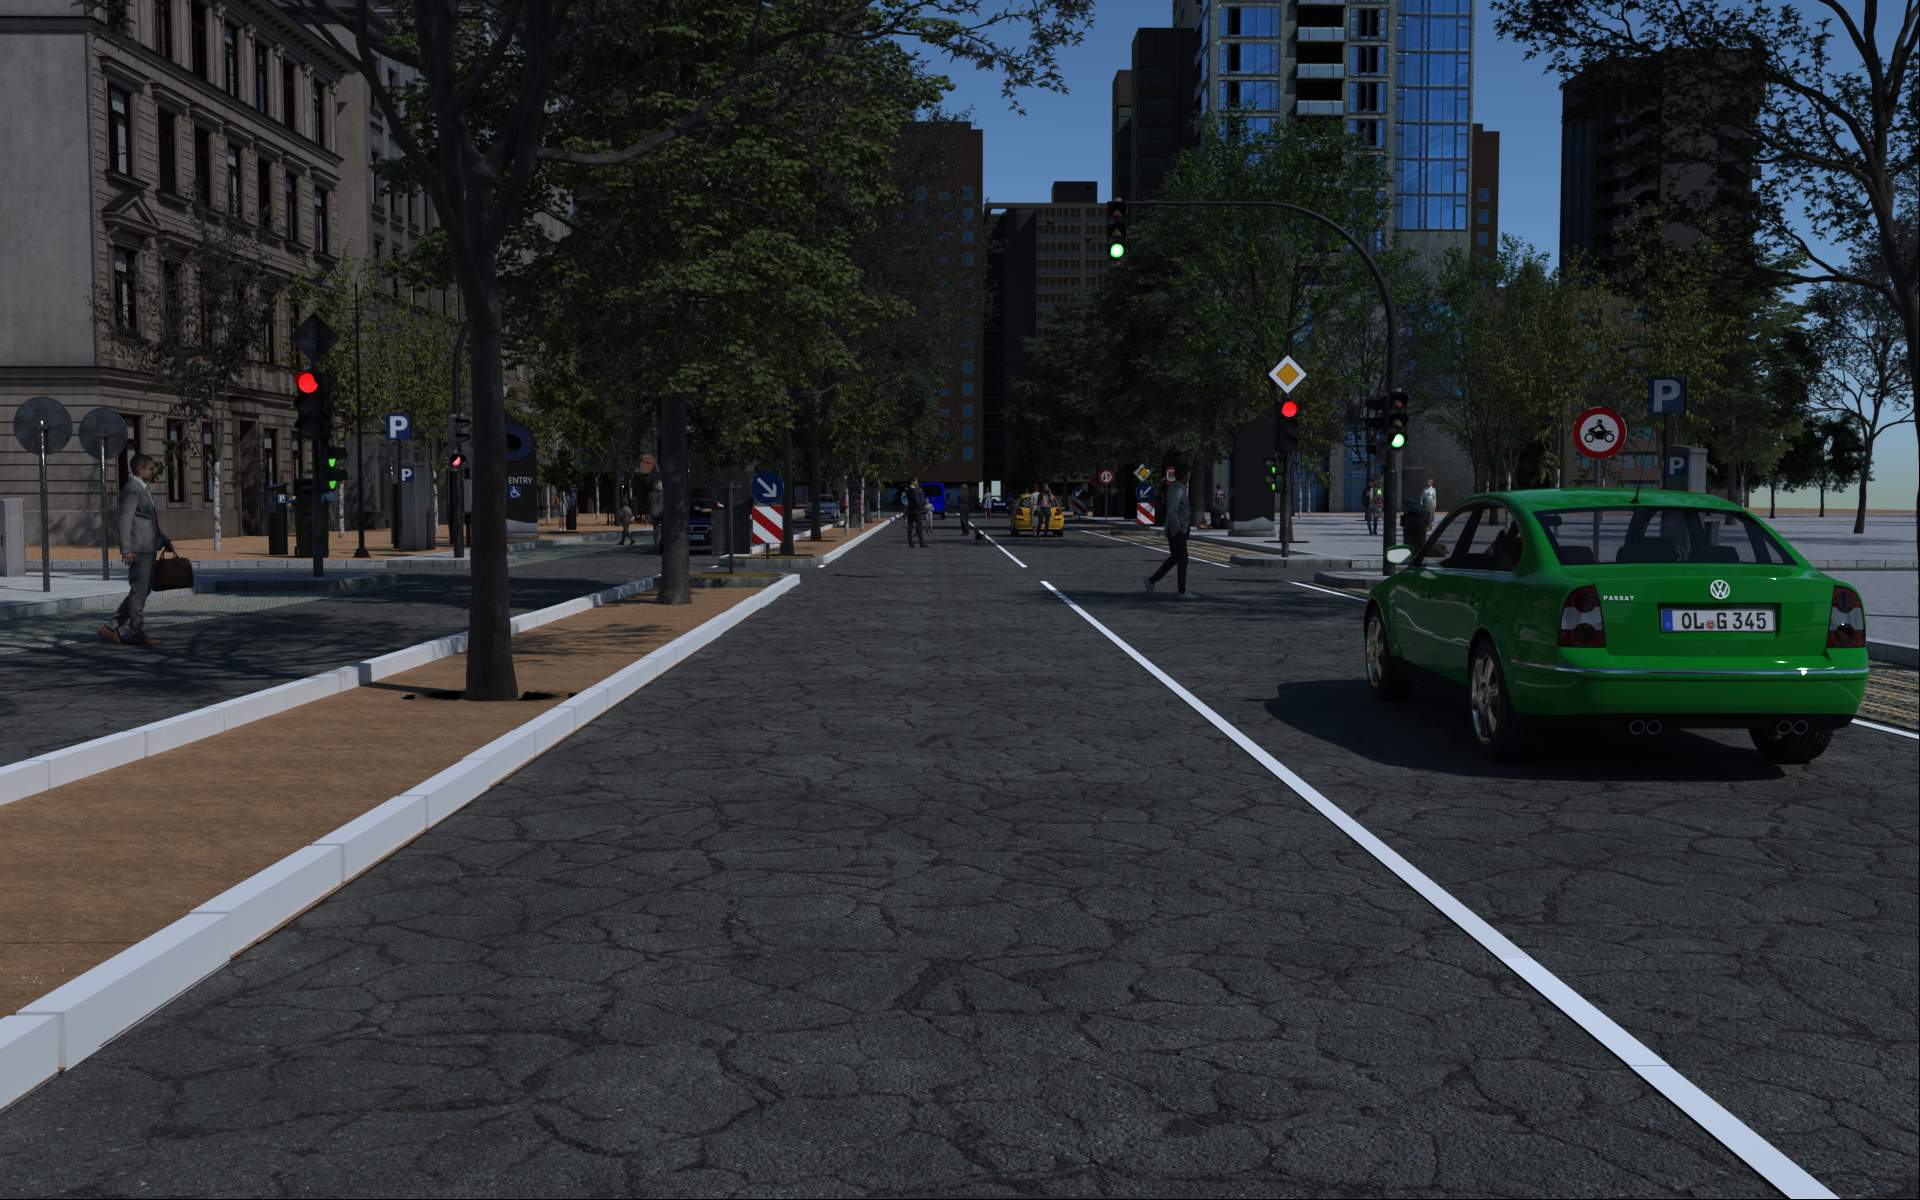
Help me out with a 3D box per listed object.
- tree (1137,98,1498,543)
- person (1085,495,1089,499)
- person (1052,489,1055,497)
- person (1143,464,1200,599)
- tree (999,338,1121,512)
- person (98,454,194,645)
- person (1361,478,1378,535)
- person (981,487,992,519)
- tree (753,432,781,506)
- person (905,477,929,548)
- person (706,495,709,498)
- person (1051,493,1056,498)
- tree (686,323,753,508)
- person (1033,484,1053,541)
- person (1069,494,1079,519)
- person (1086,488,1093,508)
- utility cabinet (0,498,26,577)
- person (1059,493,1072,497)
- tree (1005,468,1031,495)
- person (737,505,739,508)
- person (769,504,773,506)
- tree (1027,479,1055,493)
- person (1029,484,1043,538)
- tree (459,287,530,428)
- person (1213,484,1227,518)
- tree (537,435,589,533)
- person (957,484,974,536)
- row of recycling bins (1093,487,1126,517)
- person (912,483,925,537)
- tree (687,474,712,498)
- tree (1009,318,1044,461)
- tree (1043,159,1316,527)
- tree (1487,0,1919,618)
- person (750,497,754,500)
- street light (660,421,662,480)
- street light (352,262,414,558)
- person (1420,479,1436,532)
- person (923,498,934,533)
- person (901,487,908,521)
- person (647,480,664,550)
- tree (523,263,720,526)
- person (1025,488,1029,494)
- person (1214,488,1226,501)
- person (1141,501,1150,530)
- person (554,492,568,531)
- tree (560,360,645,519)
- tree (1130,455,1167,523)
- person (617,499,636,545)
[{"bbox_3d":[8.539,-7.321,45.446,9.928,11.665,9.643,0,3,0],"label":"tree"},{"bbox_3d":[9.937,-8.248,140.902,0.705,1.823,1.348,-3,5,-39],"label":"person"},{"bbox_3d":[9.139,-10.163,172.078,0.599,1.838,0.709,0,4,4],"label":"person"},{"bbox_3d":[2.912,-0.948,23.840,0.795,1.843,0.661,1,4,10],"label":"person"},{"bbox_3d":[7.674,-12.830,126.772,9.611,12.733,9.660,0,3,0],"label":"tree"},{"bbox_3d":[-7.769,-0.479,16.458,0.853,1.813,0.709,-1,4,-18],"label":"person"},{"bbox_3d":[12.914,-2.933,54.351,0.623,1.781,0.721,0,4,-8],"label":"person"},{"bbox_3d":[1.513,-5.458,97.836,0.616,1.811,0.778,1,4,17],"label":"person"},{"bbox_3d":[-13.654,-10.356,119.677,4.360,8.622,3.978,0,3,0],"label":"tree"},{"bbox_3d":[-1.184,-2.363,46.495,0.474,1.900,0.648,-3,5,-44],"label":"person"},{"bbox_3d":[-19.238,-7.472,128.354,1.348,1.807,0.705,-1,4,-8],"label":"person"},{"bbox_3d":[9.423,-10.670,181.225,1.217,1.735,0.721,1,4,22],"label":"person"},{"bbox_3d":[-13.687,-11.675,107.893,9.611,12.733,9.660,0,3,0],"label":"tree"},{"bbox_3d":[2.548,-2.700,53.241,0.593,1.750,0.643,0,4,-2],"label":"person"},{"bbox_3d":[6.091,-5.077,91.857,0.624,1.780,0.694,-2,4,-35],"label":"person"},{"bbox_3d":[12.020,-9.522,161.747,1.348,1.821,0.705,-2,4,-33],"label":"person"},{"bbox_3d":[-14.934,-0.982,27.223,0.306,1.237,1.020,-2,4,-35],"label":"utility cabinet"},{"bbox_3d":[10.365,-10.023,169.914,1.348,1.824,0.705,0,4,8],"label":"person"},{"bbox_3d":[6.527,-12.373,186.015,4.285,4.588,4.351,0,3,0],"label":"tree"},{"bbox_3d":[-19.034,-8.760,149.722,0.683,1.767,0.568,3,5,42],"label":"person"},{"bbox_3d":[-7.910,-3.596,71.958,0.362,1.253,0.373,2,4,25],"label":"person"},{"bbox_3d":[7.348,-9.692,153.060,1.663,3.219,1.824,0,3,0],"label":"tree"},{"bbox_3d":[2.446,-2.882,56.185,0.480,1.755,0.524,-2,4,-24],"label":"person"},{"bbox_3d":[-17.828,-6.585,58.030,4.737,8.622,4.395,0,3,0],"label":"tree"},{"bbox_3d":[11.469,-4.247,76.313,0.643,1.720,0.563,3,5,45],"label":"person"},{"bbox_3d":[-12.940,-3.809,56.876,1.663,3.219,1.824,0,3,0],"label":"tree"},{"bbox_3d":[0.199,-3.094,59.510,0.534,1.772,0.576,2,4,30],"label":"person"},{"bbox_3d":[8.873,-5.466,96.480,3.534,1.692,1.069,3,5,40],"label":"row of recycling bins"},{"bbox_3d":[-1.369,-3.014,57.958,0.419,1.800,0.721,-1,4,-13],"label":"person"},{"bbox_3d":[-13.558,-5.729,88.269,1.663,3.219,1.824,0,3,0],"label":"tree"},{"bbox_3d":[8.096,-11.933,101.753,9.857,13.997,8.962,0,3,0],"label":"tree"},{"bbox_3d":[9.385,-9.834,67.439,9.857,13.997,8.962,0,3,0],"label":"tree"},{"bbox_3d":[10.125,-5.109,17.952,8.767,10.594,7.601,0,4,4],"label":"tree"},{"bbox_3d":[-18.934,-9.271,157.633,1.348,1.822,0.705,2,4,27],"label":"person"},{"bbox_3d":[-12.136,-6.178,73.557,1.470,5.913,1.316,0,4,-1],"label":"street light"},{"bbox_3d":[-11.507,-3.802,34.710,1.470,5.913,1.316,0,4,-1],"label":"street light"},{"bbox_3d":[16.085,-3.248,59.375,0.478,1.798,0.641,3,5,42],"label":"person"},{"bbox_3d":[-1.137,-3.084,63.196,0.425,1.301,0.394,-2,4,-23],"label":"person"},{"bbox_3d":[-2.893,-5.084,91.639,0.620,1.820,0.660,3,4,38],"label":"person"},{"bbox_3d":[-7.815,-2.214,44.874,0.537,1.800,0.526,1,4,8],"label":"person"},{"bbox_3d":[-13.565,-8.224,68.880,8.767,10.594,7.601,0,4,2],"label":"tree"},{"bbox_3d":[3.520,-5.192,93.960,0.524,1.755,0.480,-1,4,-12],"label":"person"},{"bbox_3d":[16.272,-6.229,108.231,0.721,1.781,0.623,1,4,14],"label":"person"},{"bbox_3d":[6.674,-3.005,61.903,0.394,1.301,0.425,2,4,27],"label":"person"},{"bbox_3d":[-13.992,-3.286,60.774,0.512,1.701,0.522,3,4,39],"label":"person"},{"bbox_3d":[-18.625,-8.459,88.664,4.360,8.622,3.978,0,3,0],"label":"tree"},{"bbox_3d":[8.420,-5.055,77.252,1.663,3.219,1.824,0,3,0],"label":"tree"},{"bbox_3d":[-9.333,-2.173,48.303,0.640,1.303,0.475,1,4,19],"label":"person"}]
